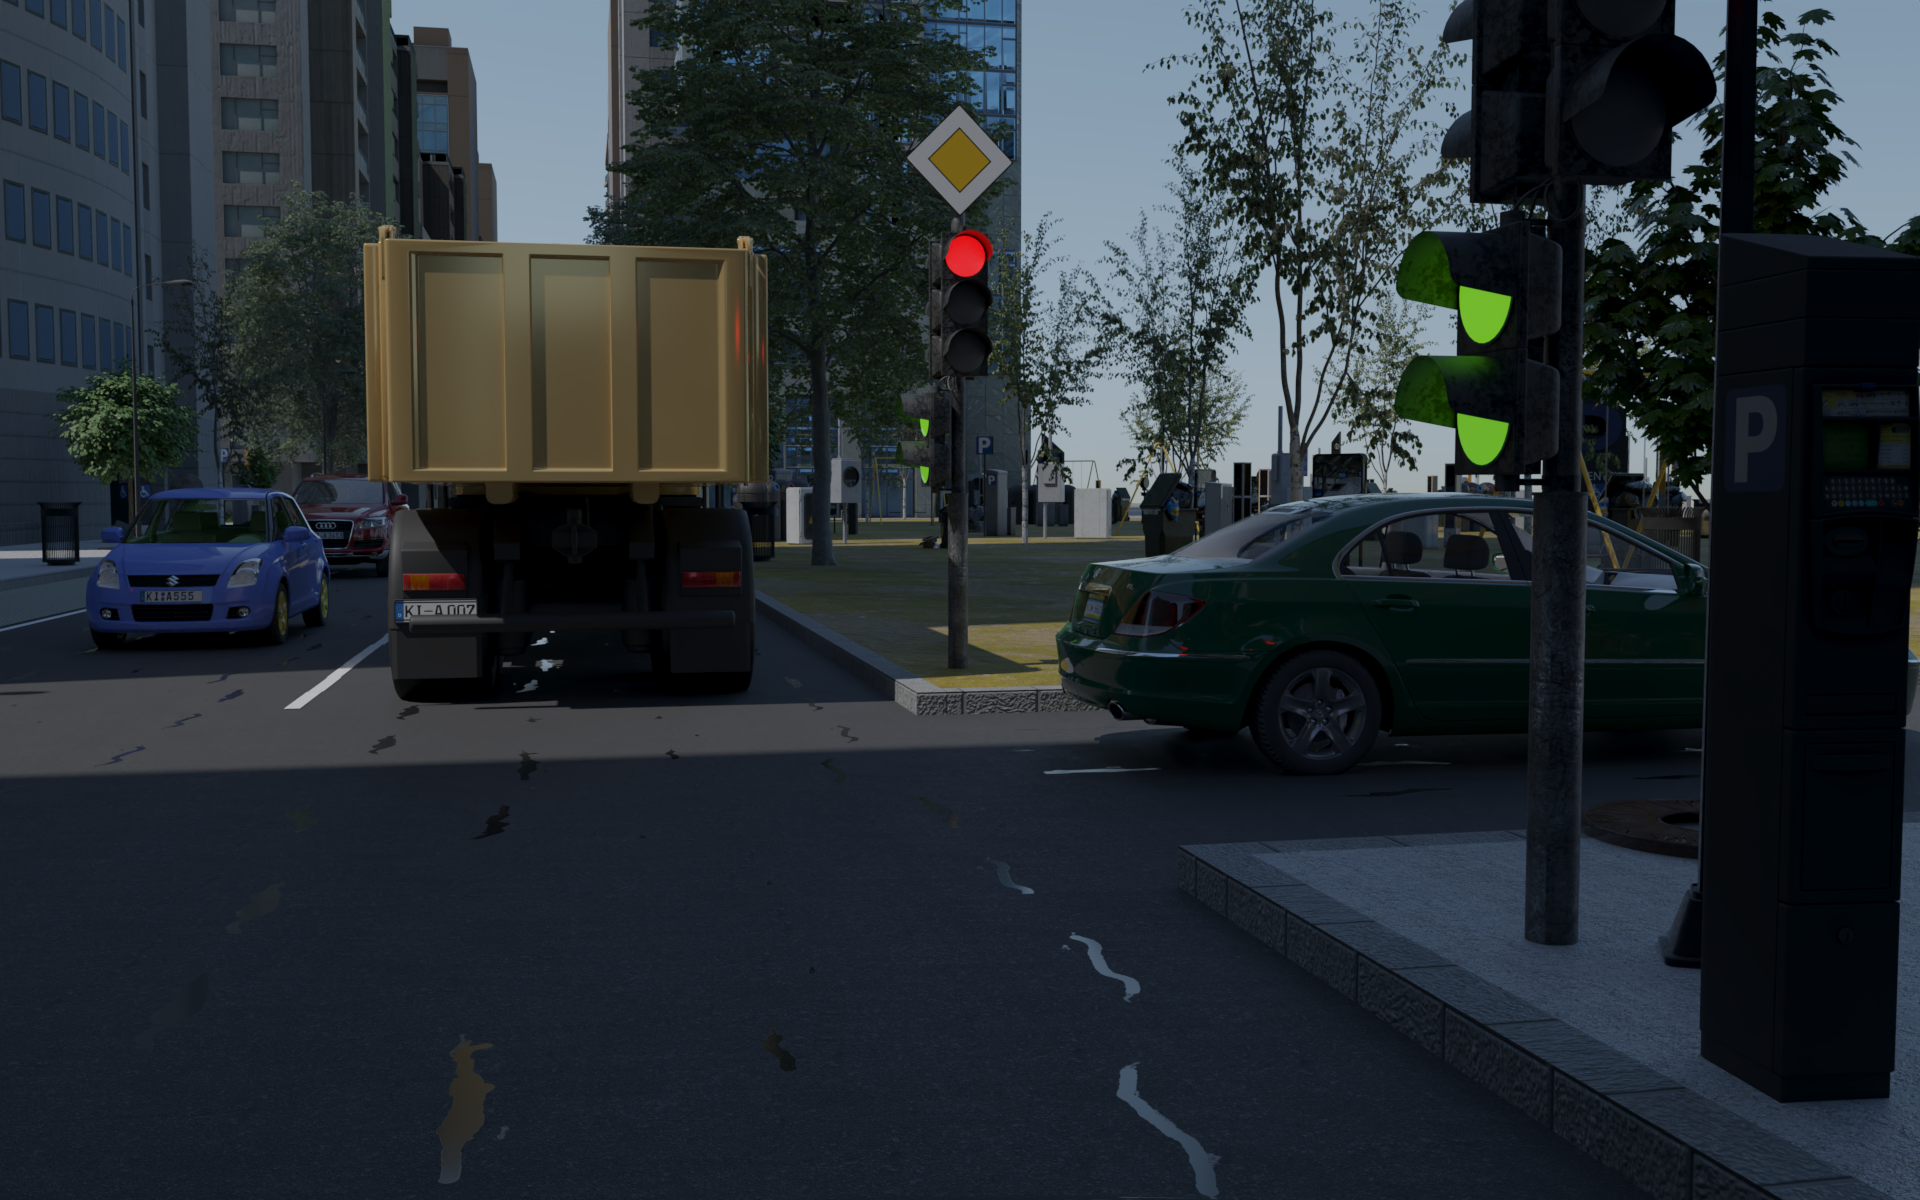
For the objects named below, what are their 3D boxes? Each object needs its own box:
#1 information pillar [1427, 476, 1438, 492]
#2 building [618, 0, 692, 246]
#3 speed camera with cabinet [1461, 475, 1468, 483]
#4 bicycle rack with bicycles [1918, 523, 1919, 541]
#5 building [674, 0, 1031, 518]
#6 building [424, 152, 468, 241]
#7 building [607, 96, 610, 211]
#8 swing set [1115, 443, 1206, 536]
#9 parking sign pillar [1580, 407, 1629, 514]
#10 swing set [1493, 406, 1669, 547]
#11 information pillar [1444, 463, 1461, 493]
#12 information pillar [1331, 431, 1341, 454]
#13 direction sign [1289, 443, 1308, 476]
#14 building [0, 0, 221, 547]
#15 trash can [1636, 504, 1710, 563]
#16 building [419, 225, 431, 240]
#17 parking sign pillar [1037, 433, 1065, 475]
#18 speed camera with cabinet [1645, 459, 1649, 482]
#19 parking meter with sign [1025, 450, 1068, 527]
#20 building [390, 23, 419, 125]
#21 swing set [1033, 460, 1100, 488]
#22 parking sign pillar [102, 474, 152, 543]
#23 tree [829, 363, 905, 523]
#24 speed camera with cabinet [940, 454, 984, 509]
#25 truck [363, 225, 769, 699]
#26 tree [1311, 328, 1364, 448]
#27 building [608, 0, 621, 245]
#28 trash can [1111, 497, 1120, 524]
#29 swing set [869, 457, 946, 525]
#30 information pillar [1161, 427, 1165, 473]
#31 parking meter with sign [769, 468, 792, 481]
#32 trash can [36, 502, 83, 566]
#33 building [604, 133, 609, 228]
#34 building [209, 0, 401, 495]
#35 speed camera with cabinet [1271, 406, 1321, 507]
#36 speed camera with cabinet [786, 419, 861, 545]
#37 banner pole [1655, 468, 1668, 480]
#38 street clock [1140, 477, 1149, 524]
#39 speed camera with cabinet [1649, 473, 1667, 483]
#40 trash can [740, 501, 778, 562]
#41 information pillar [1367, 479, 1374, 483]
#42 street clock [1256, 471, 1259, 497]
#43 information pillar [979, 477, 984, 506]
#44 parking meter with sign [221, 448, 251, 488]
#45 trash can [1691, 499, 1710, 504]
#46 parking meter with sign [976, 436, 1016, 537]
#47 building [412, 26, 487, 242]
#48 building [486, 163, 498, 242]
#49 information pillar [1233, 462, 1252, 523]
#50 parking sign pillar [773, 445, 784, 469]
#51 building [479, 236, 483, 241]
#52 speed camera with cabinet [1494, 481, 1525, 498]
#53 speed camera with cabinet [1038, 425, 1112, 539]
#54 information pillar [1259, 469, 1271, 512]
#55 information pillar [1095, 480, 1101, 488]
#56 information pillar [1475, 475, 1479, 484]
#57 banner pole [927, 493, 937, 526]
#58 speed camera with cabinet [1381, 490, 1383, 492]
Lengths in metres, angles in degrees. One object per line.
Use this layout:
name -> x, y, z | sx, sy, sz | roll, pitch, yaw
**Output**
information pillar -> 18.699, -3.921, 68.593 | 0.304, 2.012, 0.304 | -2, 4, -28
building -> -15.637, -36.202, 133.904 | 21.231, 58.520, 28.212 | -1, 4, -12
speed camera with cabinet -> 26.487, -6.042, 93.129 | 2.038, 3.252, 0.660 | -1, 4, -21
bicycle rack with bicycles -> 24.369, -1.964, 45.498 | 2.925, 0.926, 2.852 | 2, 4, 25
building -> -8.401, -48.423, 104.381 | 22.319, 86.520, 31.000 | -1, 4, -12
building -> -48.820, -22.842, 145.172 | 14.160, 30.474, 14.107 | -1, 4, -12
building -> -26.241, -34.292, 184.375 | 21.300, 48.544, 21.600 | -1, 4, -12
swing set -> 6.655, -3.433, 53.757 | 2.862, 2.851, 3.119 | 2, 4, 28
parking sign pillar -> 13.737, -2.997, 37.478 | 1.447, 3.967, 1.447 | 1, 4, 11
swing set -> 8.384, -1.495, 22.066 | 3.119, 2.851, 2.862 | -2, 4, -26
information pillar -> 11.771, -2.257, 41.390 | 0.304, 2.012, 0.304 | 3, 4, 38
information pillar -> 14.061, -4.491, 64.785 | 0.183, 3.616, 0.504 | -2, 4, -27
direction sign -> 14.936, -5.167, 76.484 | 0.876, 3.537, 0.379 | 3, 4, 36
building -> -34.658, -30.871, 46.747 | 21.231, 58.520, 28.212 | -1, 4, -12
trash can -> 7.903, -0.465, 19.255 | 0.748, 1.137, 0.748 | 0, 3, 0
building -> -51.033, -16.967, 122.457 | 27.650, 21.520, 28.899 | -1, 4, -12
parking sign pillar -> 3.980, -5.353, 75.994 | 1.447, 3.967, 1.447 | -3, 5, -43
speed camera with cabinet -> 37.533, -6.137, 94.681 | 0.660, 3.252, 2.038 | 3, 5, 40
parking meter with sign -> 3.400, -4.425, 68.604 | 1.738, 3.016, 0.543 | -1, 4, -9
building -> -39.847, -20.242, 102.663 | 14.160, 30.474, 14.107 | -1, 4, -12
swing set -> 5.072, -5.091, 80.852 | 3.119, 2.851, 2.862 | 2, 4, 29
parking sign pillar -> -22.065, -3.521, 46.039 | 1.447, 3.967, 1.447 | 2, 4, 34
tree -> -4.116, -7.782, 77.605 | 4.737, 8.622, 4.395 | 0, 3, 0
speed camera with cabinet -> 0.176, -5.043, 76.783 | 2.038, 3.252, 0.660 | 1, 4, 15
truck -> -3.524, -1.223, 15.915 | 3.469, 3.379, 9.791 | -1, 4, -12
tree -> 14.129, -6.582, 57.980 | 4.737, 8.622, 4.395 | 0, 3, 0
building -> -24.034, -30.851, 154.524 | 14.600, 45.320, 14.200 | -1, 4, -12
trash can -> 6.432, -3.801, 73.793 | 0.748, 1.137, 0.748 | 0, 3, 0
swing set -> -2.361, -4.694, 74.363 | 3.119, 2.851, 2.862 | -1, 4, -13
information pillar -> 7.089, -4.238, 60.639 | 0.183, 3.616, 0.504 | 0, 4, 1
parking meter with sign -> -5.320, -3.362, 51.233 | 0.543, 3.016, 1.738 | 3, 5, 43
trash can -> -16.173, -1.192, 31.136 | 0.748, 1.137, 0.748 | 0, 3, 0
building -> -31.516, -33.945, 209.628 | 22.147, 44.769, 28.867 | -1, 4, -12
building -> -36.974, -24.768, 88.559 | 14.154, 41.232, 14.086 | -1, 4, -12
speed camera with cabinet -> 7.485, -2.688, 38.284 | 0.660, 3.252, 2.038 | -1, 4, -9
speed camera with cabinet -> -3.488, -3.066, 44.467 | 2.038, 3.252, 0.660 | -3, 5, -43
banner pole -> 25.660, -4.474, 63.165 | 0.863, 3.779, 0.401 | -2, 4, -24
street clock -> 7.960, -4.295, 74.791 | 0.358, 2.002, 0.471 | 3, 4, 37
speed camera with cabinet -> 30.151, -4.893, 74.331 | 0.660, 3.252, 2.038 | 2, 4, 27
trash can -> -3.843, -1.311, 33.083 | 0.748, 1.137, 0.748 | 0, 3, 0
information pillar -> 19.767, -4.836, 83.565 | 0.304, 2.012, 0.304 | -2, 4, -28
street clock -> 9.332, -2.992, 53.496 | 0.358, 2.002, 0.471 | 2, 4, 32
information pillar -> 1.059, -4.364, 75.847 | 0.304, 2.012, 0.304 | -3, 4, -37
parking meter with sign -> -27.042, -4.221, 65.269 | 1.738, 3.016, 0.543 | 1, 4, 16
trash can -> 21.592, -2.359, 50.225 | 0.748, 1.137, 0.748 | 0, 3, 0
parking meter with sign -> 1.147, -3.469, 52.982 | 0.543, 3.016, 1.738 | 2, 4, 29
building -> -54.673, -31.801, 170.061 | 14.600, 45.320, 14.200 | -1, 4, -12
building -> -67.872, -35.292, 227.134 | 14.600, 45.320, 14.200 | -1, 4, -12
information pillar -> 6.520, -2.173, 40.024 | 0.304, 2.012, 0.304 | -3, 5, -40
parking sign pillar -> -6.303, -4.245, 57.879 | 1.447, 3.967, 1.447 | 1, 4, 14
building -> -58.164, -25.261, 184.721 | 14.160, 30.474, 14.107 | -1, 4, -12
speed camera with cabinet -> 20.127, -4.217, 63.287 | 0.660, 3.252, 2.038 | 0, 4, -1
speed camera with cabinet -> 3.303, -3.387, 49.719 | 2.038, 3.252, 0.660 | 1, 4, 15
information pillar -> 8.863, -2.804, 50.345 | 0.304, 2.012, 0.304 | 2, 4, 25
information pillar -> 7.250, -5.282, 90.851 | 0.304, 2.012, 0.304 | 0, 4, 5
information pillar -> 26.213, -5.897, 87.769 | 0.183, 3.616, 0.504 | 2, 4, 31
banner pole -> -1.109, -4.896, 70.063 | 0.401, 3.779, 0.863 | -1, 4, -9
speed camera with cabinet -> 15.280, -4.420, 66.605 | 2.038, 3.252, 0.660 | 1, 4, 17
